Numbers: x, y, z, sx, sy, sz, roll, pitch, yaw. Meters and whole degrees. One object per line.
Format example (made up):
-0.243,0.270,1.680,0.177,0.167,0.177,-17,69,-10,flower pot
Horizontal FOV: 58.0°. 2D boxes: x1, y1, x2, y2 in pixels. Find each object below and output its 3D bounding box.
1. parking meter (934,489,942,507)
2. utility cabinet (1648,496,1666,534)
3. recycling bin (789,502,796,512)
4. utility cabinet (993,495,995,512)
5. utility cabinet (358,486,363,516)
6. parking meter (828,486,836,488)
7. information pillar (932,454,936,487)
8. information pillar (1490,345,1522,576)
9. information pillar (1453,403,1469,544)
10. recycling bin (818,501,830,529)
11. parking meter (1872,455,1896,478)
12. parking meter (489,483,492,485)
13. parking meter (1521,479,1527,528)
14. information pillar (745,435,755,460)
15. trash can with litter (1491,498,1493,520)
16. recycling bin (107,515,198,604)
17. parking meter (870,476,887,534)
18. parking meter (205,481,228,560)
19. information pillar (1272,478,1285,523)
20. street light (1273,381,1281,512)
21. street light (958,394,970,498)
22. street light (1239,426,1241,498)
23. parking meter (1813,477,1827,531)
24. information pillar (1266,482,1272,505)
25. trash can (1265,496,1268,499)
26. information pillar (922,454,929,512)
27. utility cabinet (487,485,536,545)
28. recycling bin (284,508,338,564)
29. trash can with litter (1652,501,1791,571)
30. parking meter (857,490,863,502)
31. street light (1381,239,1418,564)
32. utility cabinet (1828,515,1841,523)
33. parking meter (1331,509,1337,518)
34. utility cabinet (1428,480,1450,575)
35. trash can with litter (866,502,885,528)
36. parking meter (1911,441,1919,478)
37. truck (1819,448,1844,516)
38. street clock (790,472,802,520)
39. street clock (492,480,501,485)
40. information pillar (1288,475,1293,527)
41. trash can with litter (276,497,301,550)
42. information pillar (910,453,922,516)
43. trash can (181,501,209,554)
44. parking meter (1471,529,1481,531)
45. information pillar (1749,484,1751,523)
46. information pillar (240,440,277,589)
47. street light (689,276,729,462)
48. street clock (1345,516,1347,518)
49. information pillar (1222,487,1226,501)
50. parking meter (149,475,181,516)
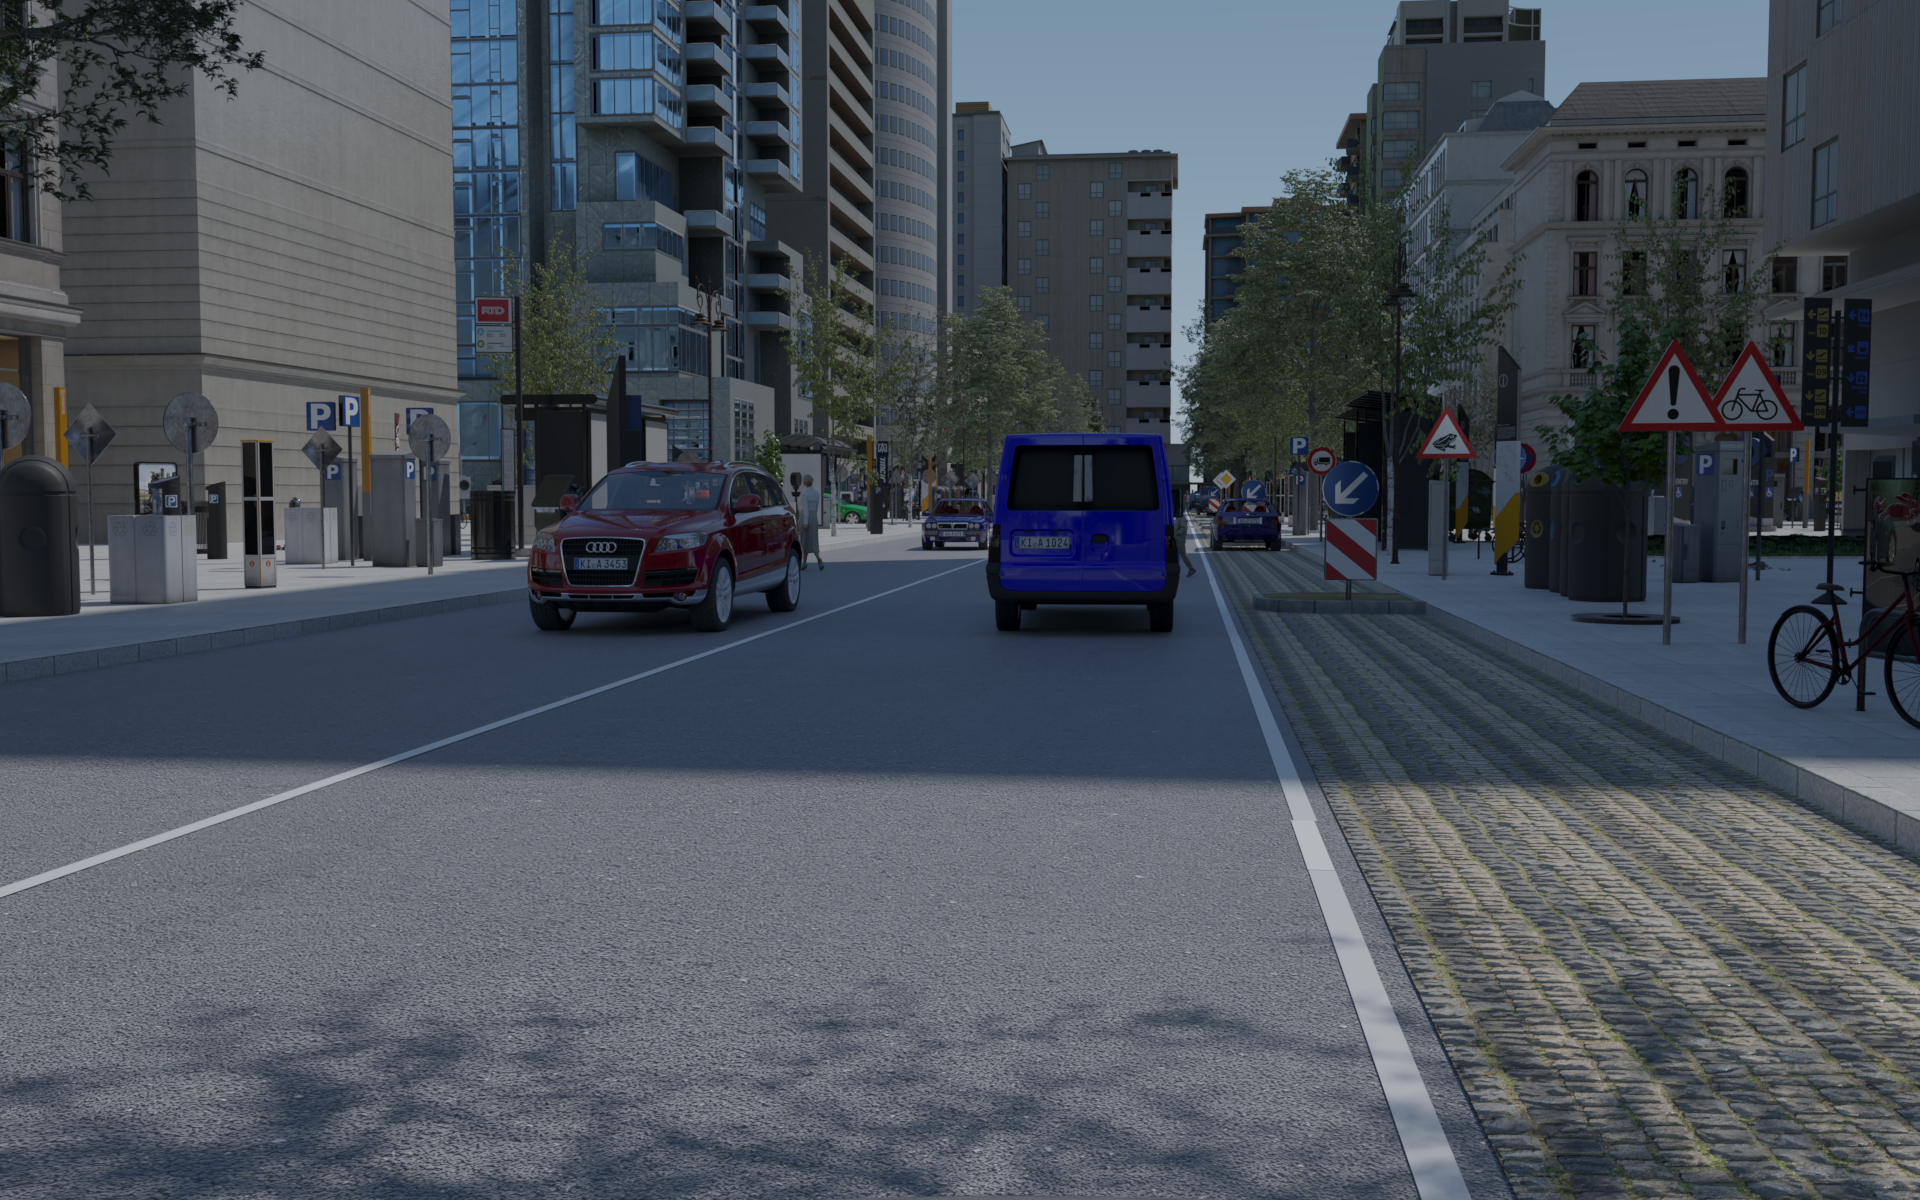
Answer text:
-1.023,-4.392,80.212,0.372,1.533,0.369,0,3,0,parking meter
20.666,-2.477,51.668,0.306,1.237,1.020,3,5,40,utility cabinet
-6.435,-3.075,62.833,0.722,1.027,0.722,-2,4,-32,recycling bin
2.406,-5.464,100.499,1.020,1.237,0.306,0,4,-1,utility cabinet
-15.865,-2.301,46.299,1.173,1.500,0.318,-3,4,-36,utility cabinet
-6.348,-4.919,86.143,0.255,1.863,0.399,-3,4,-37,parking meter
-1.620,-6.736,101.486,0.504,3.616,0.183,-3,4,-36,information pillar
8.588,-2.190,27.166,0.183,3.616,0.504,-1,4,-22,information pillar
13.043,-3.280,44.985,0.504,3.616,0.183,-3,5,-44,information pillar
-5.296,-3.159,64.204,0.722,1.027,0.722,-3,5,-43,recycling bin
13.820,-1.237,25.942,0.255,1.863,0.399,3,4,38,parking meter
-24.110,-5.128,89.551,0.399,1.863,0.255,2,4,35,parking meter
20.102,-3.450,62.122,0.399,1.863,0.255,1,4,22,parking meter
-8.353,-4.742,68.892,0.504,3.616,0.183,3,5,43,information pillar
26.956,-4.611,86.775,0.624,1.170,1.055,1,4,21,trash can with litter
-9.542,-0.485,20.487,0.722,1.027,0.722,0,4,6,recycling bin
-2.654,-3.032,55.282,0.399,1.863,0.255,-2,4,-29,parking meter
-14.622,-1.568,34.056,0.372,1.533,0.369,0,3,0,parking meter
14.327,-4.469,77.562,0.304,2.012,0.304,-3,5,-44,information pillar
12.708,-5.930,69.746,0.468,5.910,1.993,0,4,7,street light
0.173,-6.572,80.233,0.468,5.910,1.993,0,4,7,street light
18.298,-8.593,113.283,0.468,5.910,1.993,0,4,7,street light
29.602,-3.295,59.590,0.255,1.863,0.399,0,4,-2,parking meter
18.800,-6.155,105.129,0.304,2.012,0.304,-2,4,-34,information pillar
23.512,-7.466,133.722,0.748,1.137,0.748,0,3,0,trash can
-2.016,-6.681,100.588,0.504,3.616,0.183,1,4,17,information pillar
-11.172,-2.112,43.206,1.173,1.500,0.318,-1,4,-12,utility cabinet
-11.951,-1.184,31.907,0.722,1.027,0.722,0,4,3,recycling bin
13.333,-1.152,29.897,1.678,1.210,2.233,-1,4,-14,trash can with litter
-6.381,-6.256,110.688,0.372,1.533,0.369,0,3,0,parking meter
7.998,-3.601,31.666,0.468,5.910,1.993,0,4,7,street light
39.096,-4.015,76.815,1.020,1.237,0.306,1,4,16,utility cabinet
14.415,-3.545,66.377,0.372,1.533,0.369,0,3,0,parking meter
7.652,-1.161,27.656,0.318,1.500,1.173,1,4,14,utility cabinet
-3.259,-3.348,66.124,0.624,1.170,1.055,1,4,9,trash can with litter
10.457,-0.797,18.736,0.255,1.863,0.399,1,4,14,parking meter
39.923,-4.620,71.468,9.791,3.379,3.469,0,4,5,truck
-5.438,-3.235,57.459,0.358,2.002,0.471,1,4,19,street clock
-23.719,-5.148,88.733,0.471,2.002,0.358,-2,4,-34,street clock
12.912,-3.824,67.019,0.304,2.012,0.304,-3,5,-44,information pillar
-15.316,-1.787,40.282,1.678,1.210,2.233,-1,4,-16,trash can with litter
-2.566,-6.512,97.832,0.504,3.616,0.183,2,4,29,information pillar
-16.370,-1.561,37.180,0.748,1.137,0.748,0,3,0,trash can
17.045,-2.986,57.235,0.372,1.533,0.369,0,3,0,parking meter
25.145,-3.122,55.544,0.304,2.012,0.304,1,4,12,information pillar
-9.534,-1.166,23.551,0.304,2.012,0.304,1,4,23,information pillar
-5.312,-3.917,36.836,0.468,5.910,1.993,0,4,7,street light
9.142,-2.212,40.744,0.358,2.002,0.471,1,4,15,street clock
22.486,-8.775,147.964,0.304,2.012,0.304,-2,4,-30,information pillar
-10.587,-0.899,23.108,0.372,1.533,0.369,0,3,0,parking meter
